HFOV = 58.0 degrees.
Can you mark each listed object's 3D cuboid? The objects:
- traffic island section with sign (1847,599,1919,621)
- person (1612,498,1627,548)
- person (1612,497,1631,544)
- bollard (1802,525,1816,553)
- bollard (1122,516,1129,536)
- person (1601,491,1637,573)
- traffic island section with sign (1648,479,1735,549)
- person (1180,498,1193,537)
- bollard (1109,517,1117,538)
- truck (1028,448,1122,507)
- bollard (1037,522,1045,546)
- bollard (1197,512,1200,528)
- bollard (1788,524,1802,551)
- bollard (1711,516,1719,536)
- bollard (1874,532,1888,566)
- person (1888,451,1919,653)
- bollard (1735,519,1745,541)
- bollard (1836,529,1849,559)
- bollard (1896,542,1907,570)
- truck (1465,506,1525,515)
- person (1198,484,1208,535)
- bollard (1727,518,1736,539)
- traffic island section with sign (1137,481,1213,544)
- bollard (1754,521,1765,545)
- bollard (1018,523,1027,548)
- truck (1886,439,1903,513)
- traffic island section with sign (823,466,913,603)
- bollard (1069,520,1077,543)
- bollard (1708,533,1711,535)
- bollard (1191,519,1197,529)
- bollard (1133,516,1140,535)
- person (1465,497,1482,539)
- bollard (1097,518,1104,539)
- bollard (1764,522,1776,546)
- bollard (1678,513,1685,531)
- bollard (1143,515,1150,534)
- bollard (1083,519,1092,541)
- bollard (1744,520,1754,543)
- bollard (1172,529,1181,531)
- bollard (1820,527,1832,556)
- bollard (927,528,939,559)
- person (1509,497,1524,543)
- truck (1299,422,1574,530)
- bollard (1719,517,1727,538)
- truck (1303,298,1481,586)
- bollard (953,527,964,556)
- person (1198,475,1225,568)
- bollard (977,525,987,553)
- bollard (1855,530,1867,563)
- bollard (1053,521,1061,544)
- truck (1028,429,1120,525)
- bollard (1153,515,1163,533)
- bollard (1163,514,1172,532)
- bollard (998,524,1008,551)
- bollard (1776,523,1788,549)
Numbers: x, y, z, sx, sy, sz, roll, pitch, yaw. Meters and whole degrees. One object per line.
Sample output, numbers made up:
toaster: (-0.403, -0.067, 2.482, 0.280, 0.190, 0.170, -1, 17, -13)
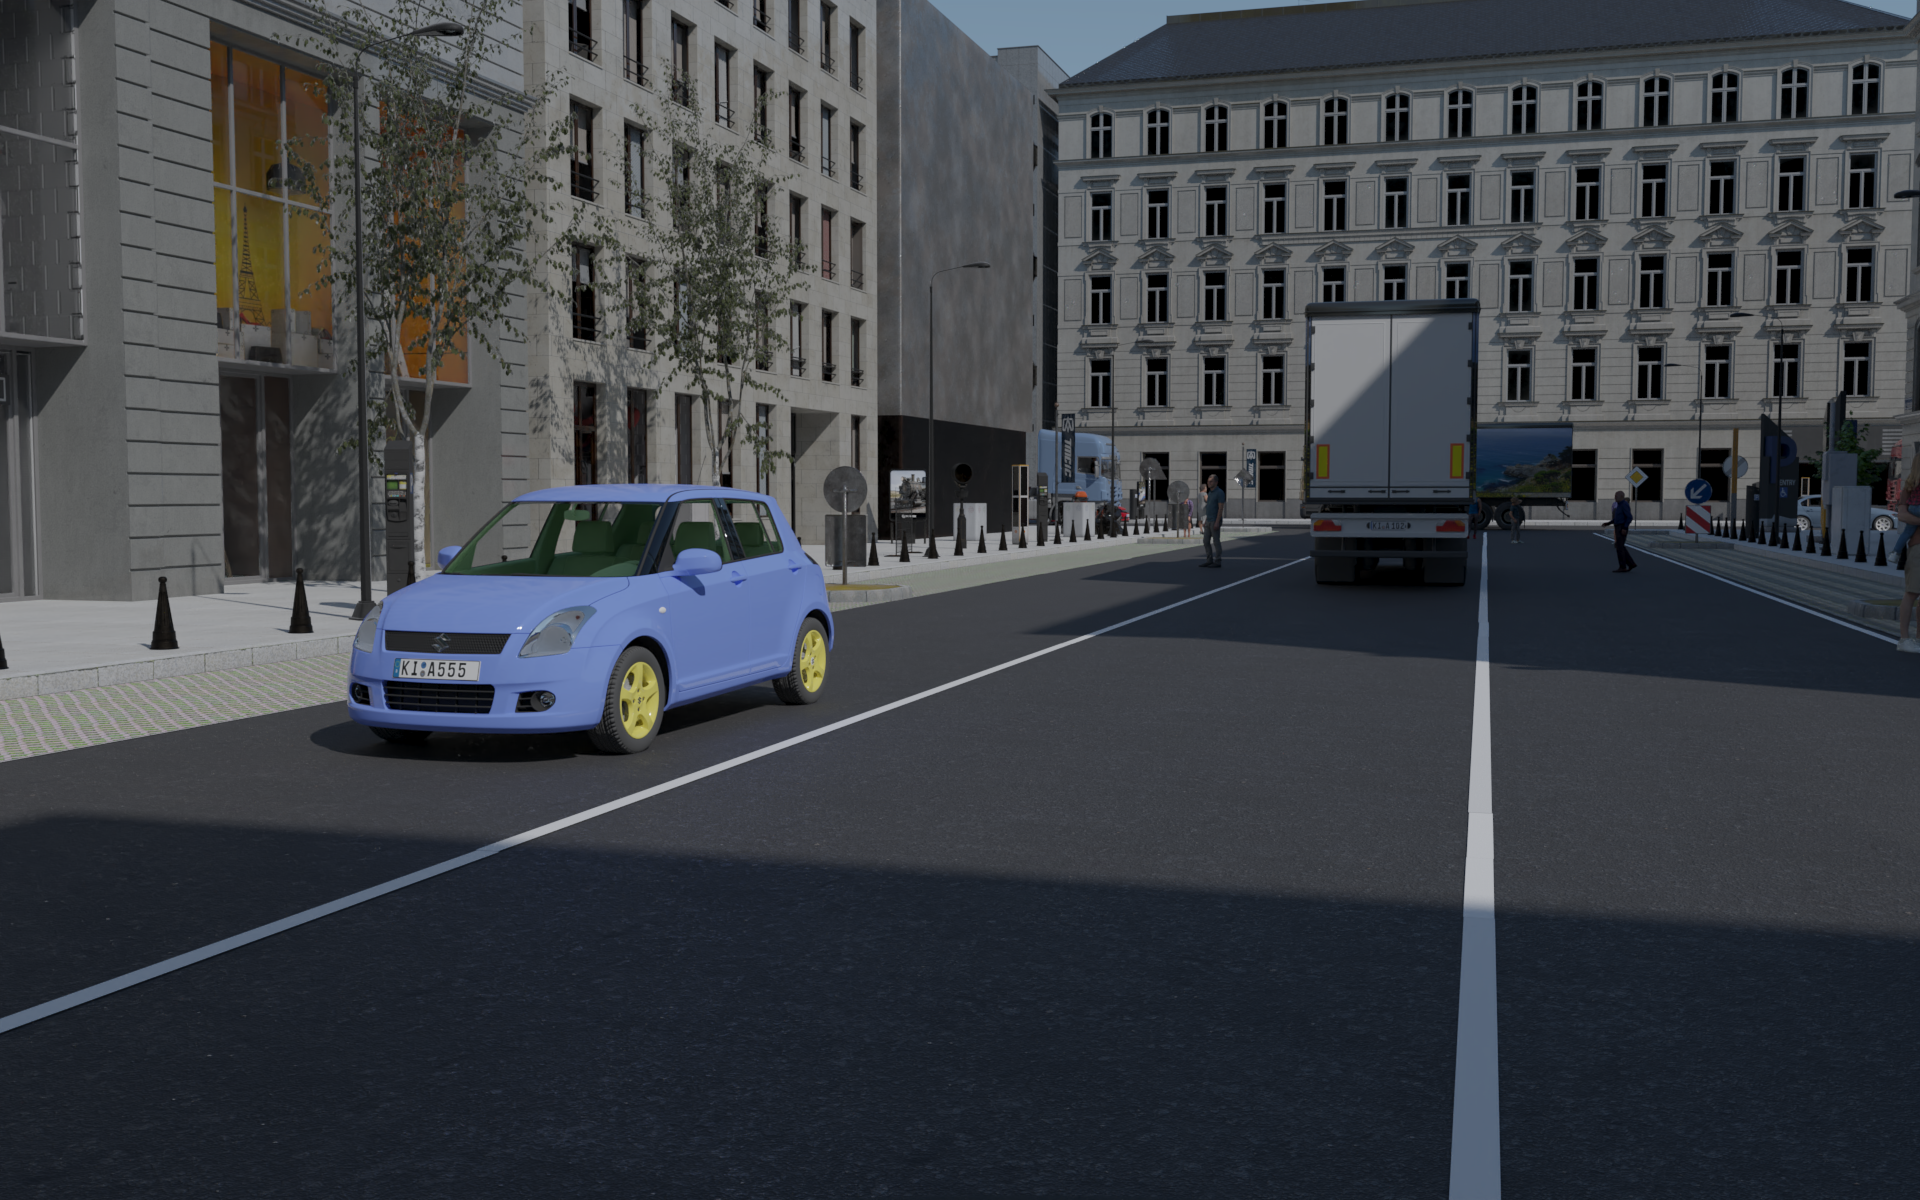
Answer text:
traffic island section with sign: (11.489, -0.699, 20.055, 1.989, 1.847, 2.006, 1, 4, 17)
person: (17.525, -2.098, 46.031, 0.421, 1.427, 0.697, 2, 4, 26)
person: (18.935, -2.272, 49.553, 0.435, 1.345, 0.340, -1, 4, -18)
bollard: (18.429, -1.312, 37.496, 0.229, 0.601, 0.229, 0, 3, 0)
bollard: (5.015, -2.234, 52.569, 0.229, 0.601, 0.229, 0, 3, 0)
person: (12.065, -1.257, 31.749, 0.600, 1.496, 0.574, 2, 4, 33)
traffic island section with sign: (19.327, -2.277, 45.850, 1.989, 1.847, 2.006, 1, 4, 17)
person: (7.134, -2.617, 54.517, 0.421, 1.427, 0.697, 1, 4, 14)
bollard: (4.509, -2.133, 50.910, 0.229, 0.601, 0.229, 0, 3, 0)
truck: (-0.778, -5.821, 84.930, 18.799, 4.110, 2.967, 1, 4, 16)
bollard: (1.986, -1.624, 42.589, 0.229, 0.601, 0.229, 0, 3, 0)
bollard: (9.055, -3.048, 65.870, 0.229, 0.601, 0.229, 0, 3, 0)
bollard: (18.933, -1.414, 39.155, 0.229, 0.601, 0.229, 0, 3, 0)
bollard: (22.966, -2.226, 52.438, 0.229, 0.601, 0.229, 0, 3, 0)
bollard: (16.414, -0.906, 30.853, 0.229, 0.601, 0.229, 0, 3, 0)
person: (8.753, -0.444, 15.731, 0.573, 1.828, 0.580, 2, 4, 28)
bollard: (21.455, -1.921, 47.455, 0.229, 0.601, 0.229, 0, 3, 0)
bollard: (17.423, -1.109, 34.170, 0.229, 0.601, 0.229, 0, 3, 0)
bollard: (15.911, -0.804, 29.194, 0.229, 0.601, 0.229, 0, 3, 0)
truck: (20.296, -4.856, 75.314, 9.791, 3.379, 3.469, 1, 4, 18)
person: (8.657, -3.172, 60.715, 0.532, 1.782, 0.716, -2, 4, -25)
bollard: (21.958, -2.023, 49.120, 0.229, 0.601, 0.229, 0, 3, 0)
traffic island section with sign: (6.300, -2.542, 50.187, 1.989, 1.847, 2.006, 1, 4, 17)
bollard: (20.446, -1.718, 44.138, 0.229, 0.601, 0.229, 0, 3, 0)
bollard: (1.482, -1.522, 40.931, 0.229, 0.601, 0.229, 0, 3, 0)
truck: (43.096, -4.951, 69.858, 11.283, 4.237, 2.839, 1, 4, 17)
traffic island section with sign: (-1.737, -0.923, 23.717, 1.989, 1.847, 2.006, 1, 4, 17)
bollard: (2.997, -1.827, 45.920, 0.229, 0.601, 0.229, 0, 3, 0)
bollard: (23.475, -2.328, 54.112, 0.229, 0.601, 0.229, 0, 3, 0)
bollard: (8.551, -2.946, 64.206, 0.229, 0.601, 0.229, 0, 3, 0)
bollard: (5.520, -2.336, 54.227, 0.229, 0.601, 0.229, 0, 3, 0)
person: (16.355, -2.756, 55.438, 0.647, 1.594, 0.662, 2, 4, 27)
bollard: (4.003, -2.030, 49.238, 0.229, 0.601, 0.229, 0, 3, 0)
bollard: (19.941, -1.617, 42.473, 0.229, 0.601, 0.229, 0, 3, 0)
bollard: (25.999, -2.838, 62.440, 0.229, 0.601, 0.229, 0, 3, 0)
bollard: (6.019, -2.437, 55.887, 0.229, 0.601, 0.229, 0, 3, 0)
bollard: (3.503, -1.929, 47.578, 0.229, 0.601, 0.229, 0, 3, 0)
bollard: (20.951, -1.820, 45.796, 0.229, 0.601, 0.229, 0, 3, 0)
bollard: (7.533, -2.742, 60.869, 0.229, 0.601, 0.229, 0, 3, 0)
bollard: (17.927, -1.210, 35.829, 0.229, 0.601, 0.229, 0, 3, 0)
bollard: (-0.536, -1.116, 34.288, 0.229, 0.601, 0.229, 0, 3, 0)
person: (16.220, -2.327, 50.453, 0.340, 1.345, 0.435, 2, 4, 33)
truck: (18.944, -4.992, 70.533, 11.283, 4.237, 2.839, 1, 4, 17)
bollard: (22.465, -2.125, 50.778, 0.229, 0.601, 0.229, 0, 3, 0)
truck: (7.662, -2.544, 30.503, 2.839, 4.237, 11.283, 1, 4, 15)
bollard: (-0.028, -1.218, 35.954, 0.229, 0.601, 0.229, 0, 3, 0)
person: (4.914, -1.540, 33.807, 0.434, 1.807, 0.598, 0, 4, -7)
bollard: (0.477, -1.319, 37.612, 0.229, 0.601, 0.229, 0, 3, 0)
bollard: (16.919, -1.007, 32.512, 0.229, 0.601, 0.229, 0, 3, 0)
bollard: (2.491, -1.725, 44.253, 0.229, 0.601, 0.229, 0, 3, 0)
truck: (-1.834, -5.190, 74.611, 18.799, 4.110, 2.967, 1, 4, 19)
bollard: (6.527, -2.538, 57.545, 0.229, 0.601, 0.229, 0, 3, 0)
bollard: (7.027, -2.640, 59.208, 0.229, 0.601, 0.229, 0, 3, 0)
bollard: (0.977, -1.421, 39.272, 0.229, 0.601, 0.229, 0, 3, 0)
bollard: (19.438, -1.515, 40.814, 0.229, 0.601, 0.229, 0, 3, 0)
